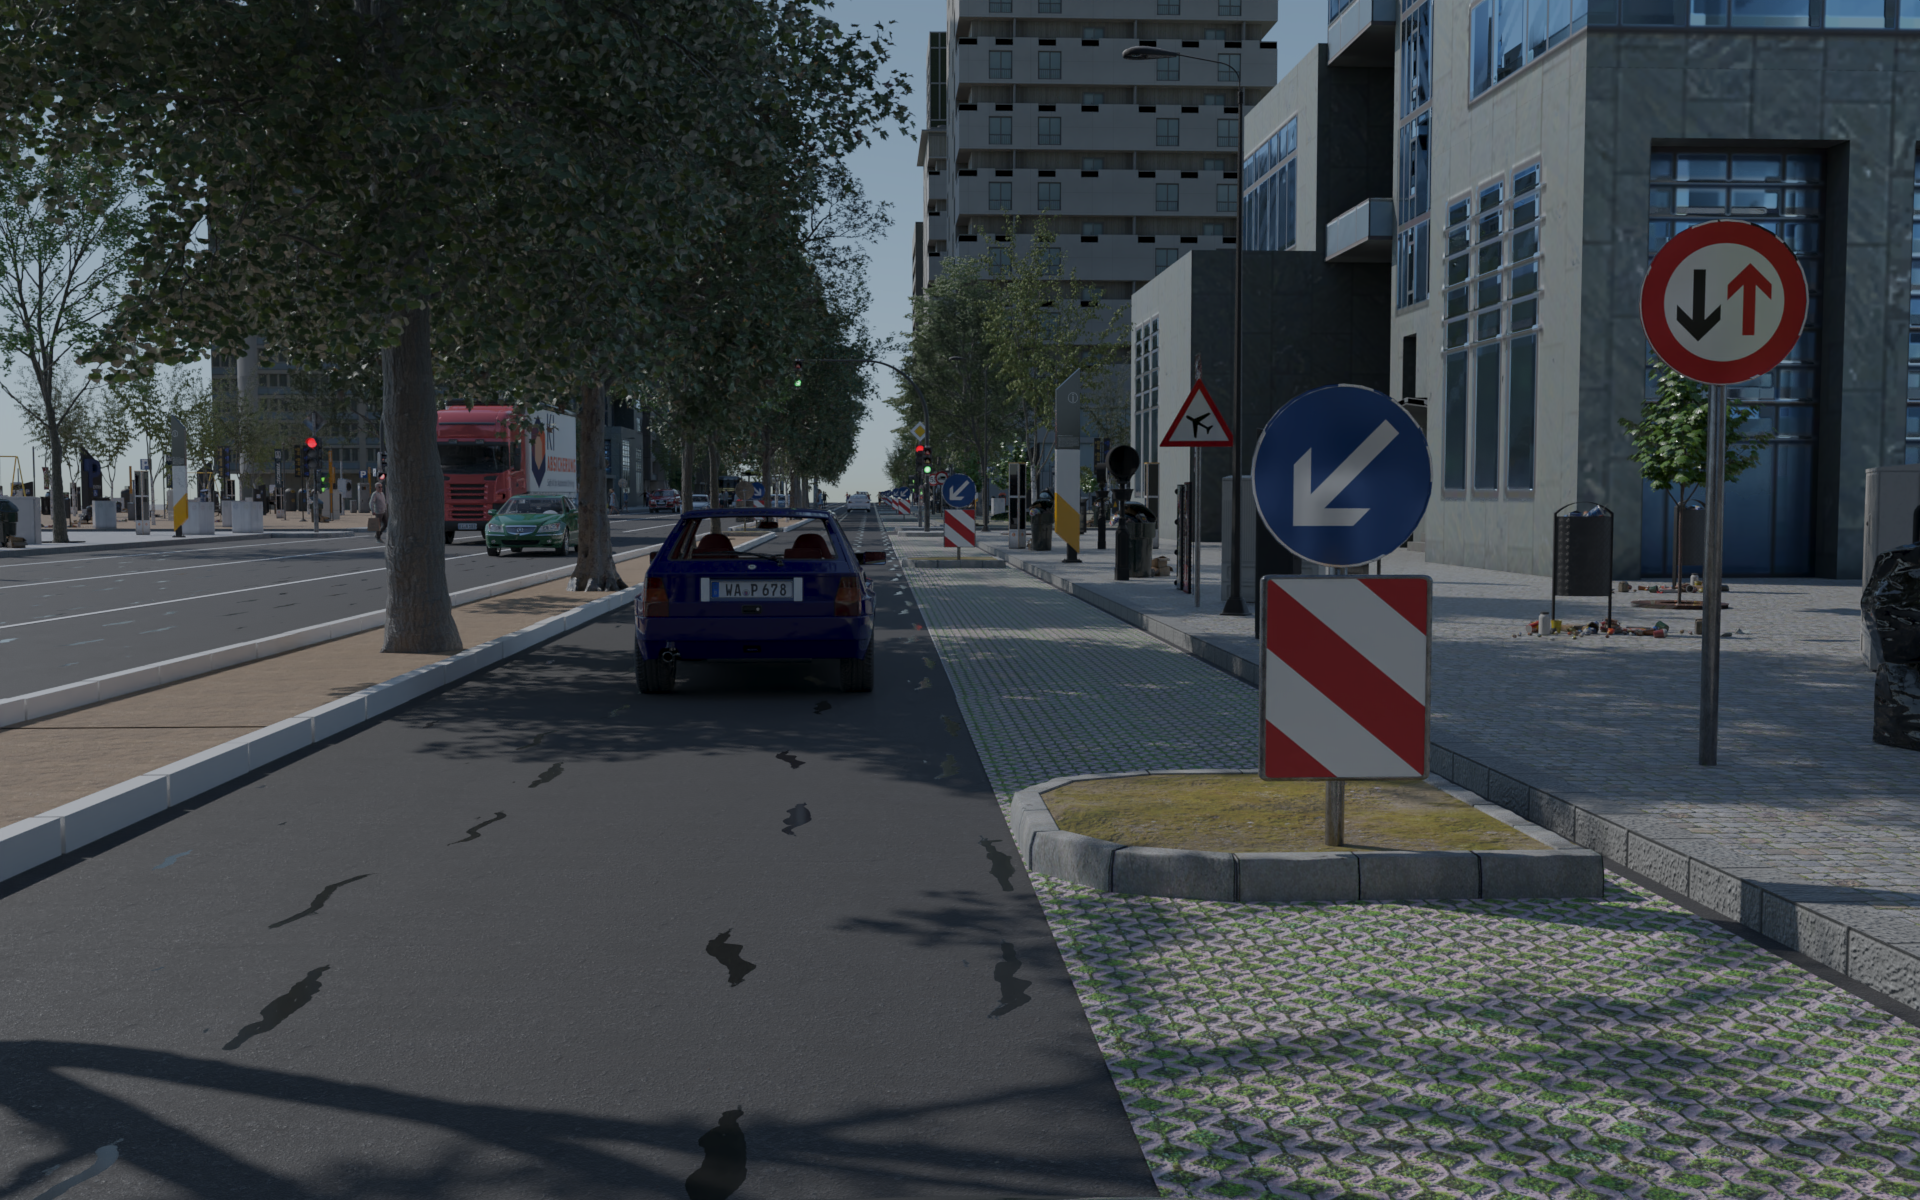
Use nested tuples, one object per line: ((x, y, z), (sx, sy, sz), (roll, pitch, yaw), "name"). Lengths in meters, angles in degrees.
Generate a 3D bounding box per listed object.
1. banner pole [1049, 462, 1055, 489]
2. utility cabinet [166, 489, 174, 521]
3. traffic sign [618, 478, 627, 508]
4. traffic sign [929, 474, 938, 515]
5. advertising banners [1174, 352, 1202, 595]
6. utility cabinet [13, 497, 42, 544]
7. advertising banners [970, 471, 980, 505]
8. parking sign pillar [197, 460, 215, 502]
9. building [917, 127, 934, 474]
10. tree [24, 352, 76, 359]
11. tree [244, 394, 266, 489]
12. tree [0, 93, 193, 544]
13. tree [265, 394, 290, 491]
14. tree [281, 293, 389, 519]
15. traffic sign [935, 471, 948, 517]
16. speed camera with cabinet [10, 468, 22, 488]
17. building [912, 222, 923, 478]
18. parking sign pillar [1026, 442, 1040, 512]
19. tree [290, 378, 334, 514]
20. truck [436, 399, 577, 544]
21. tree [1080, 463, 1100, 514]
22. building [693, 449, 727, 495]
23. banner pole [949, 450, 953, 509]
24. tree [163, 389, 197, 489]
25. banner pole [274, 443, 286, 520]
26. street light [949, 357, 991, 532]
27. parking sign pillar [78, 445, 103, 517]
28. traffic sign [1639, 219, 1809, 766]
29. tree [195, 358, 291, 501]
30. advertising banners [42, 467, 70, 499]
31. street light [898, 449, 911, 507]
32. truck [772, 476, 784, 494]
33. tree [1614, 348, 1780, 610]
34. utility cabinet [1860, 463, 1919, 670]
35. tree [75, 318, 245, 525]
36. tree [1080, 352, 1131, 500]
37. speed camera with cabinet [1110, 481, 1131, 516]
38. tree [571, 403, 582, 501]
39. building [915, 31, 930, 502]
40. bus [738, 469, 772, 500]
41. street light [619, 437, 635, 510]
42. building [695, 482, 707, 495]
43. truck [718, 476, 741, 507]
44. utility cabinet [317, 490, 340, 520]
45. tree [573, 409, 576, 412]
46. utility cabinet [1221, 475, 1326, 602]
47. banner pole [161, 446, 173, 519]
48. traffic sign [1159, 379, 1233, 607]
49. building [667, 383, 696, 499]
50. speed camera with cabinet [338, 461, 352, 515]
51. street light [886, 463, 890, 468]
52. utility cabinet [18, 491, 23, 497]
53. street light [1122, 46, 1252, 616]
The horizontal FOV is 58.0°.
((7.261, -8.963, 136.560), (0.863, 3.779, 0.401), (2, 4, 32), "banner pole")
((-36.740, -4.443, 81.319), (1.173, 1.500, 0.318), (2, 4, 34), "utility cabinet")
((-27.504, -8.630, 141.205), (0.768, 2.556, 0.104), (0, 4, 6), "traffic sign")
((-1.642, -6.566, 107.458), (0.768, 2.556, 0.104), (0, 4, 6), "traffic sign")
((2.950, -1.603, 22.398), (0.090, 3.025, 2.074), (0, 3, 0), "advertising banners")
((-24.071, -2.028, 44.313), (1.020, 1.237, 0.306), (0, 4, 4), "utility cabinet")
((0.981, -8.609, 136.944), (2.074, 3.025, 0.090), (3, 4, 38), "advertising banners")
((-60.147, -9.152, 138.111), (1.447, 3.967, 1.447), (1, 4, 10), "parking sign pillar")
((8.614, -40.092, 244.746), (28.713, 52.752, 27.495), (0, 4, -3), "building")
((-45.451, -8.354, 86.947), (4.360, 8.622, 3.978), (0, 3, 0), "tree")
((-46.554, -9.581, 107.014), (4.737, 8.622, 4.395), (0, 3, 0), "tree")
((-23.784, -7.303, 45.157), (9.928, 11.665, 9.643), (0, 3, 0), "tree")
((-50.115, -10.590, 123.512), (4.737, 8.622, 4.395), (0, 3, 0), "tree")
((-24.680, -8.558, 74.331), (8.767, 10.594, 7.601), (-1, 4, -22), "tree")
((-1.012, -5.869, 96.064), (0.768, 2.556, 0.104), (0, 4, -2), "traffic sign")
((-72.336, -8.513, 133.526), (0.660, 3.252, 2.038), (0, 4, 4), "speed camera with cabinet")
((2.915, -40.796, 290.709), (21.300, 48.544, 21.600), (0, 4, -3), "building")
((3.515, -6.208, 89.975), (1.447, 3.967, 1.447), (0, 4, 7), "parking sign pillar")
((-40.923, -9.660, 108.311), (4.360, 8.622, 3.978), (0, 3, 0), "tree")
((-13.996, -3.936, 53.266), (2.839, 4.237, 11.283), (0, 4, -3), "truck")
((8.227, -7.049, 109.844), (1.663, 3.219, 1.824), (0, 3, 0), "tree")
((-48.602, -39.809, 274.572), (21.300, 48.544, 21.600), (0, 4, -3), "building")
((-0.503, -6.561, 97.294), (0.401, 3.779, 0.863), (-1, 4, -13), "banner pole")
((-51.515, -10.211, 117.308), (4.360, 8.622, 3.978), (0, 3, 0), "tree")
((-33.056, -5.767, 84.309), (0.401, 3.779, 0.863), (1, 4, 20), "banner pole")
((0.338, -5.270, 58.699), (1.470, 5.913, 1.316), (0, 4, -3), "street light")
((-48.081, -6.571, 95.907), (1.447, 3.967, 1.447), (0, 4, 8), "parking sign pillar")
((3.544, -0.491, 8.131), (0.768, 2.556, 0.104), (0, 4, 3), "traffic sign")
((-39.234, -8.839, 94.877), (4.360, 8.622, 3.978), (0, 3, 0), "tree")
((-58.361, -7.073, 111.837), (0.090, 3.025, 2.074), (1, 4, 23), "advertising banners")
((-5.759, -12.509, 177.067), (1.470, 5.913, 1.316), (0, 4, -3), "street light")
((-28.701, -16.997, 266.811), (2.839, 4.237, 11.283), (0, 4, -2), "truck")
((8.117, -1.520, 19.451), (1.663, 3.219, 1.824), (0, 3, 0), "tree")
((6.906, -0.257, 12.885), (0.318, 1.500, 1.173), (2, 4, 24), "utility cabinet")
((-33.081, -7.396, 71.285), (4.737, 8.622, 4.395), (0, 3, 0), "tree")
((7.755, -8.373, 87.265), (4.360, 8.622, 3.978), (0, 3, 0), "tree")
((9.155, -6.476, 100.217), (2.038, 3.252, 0.660), (-3, 5, -44), "speed camera with cabinet")
((-28.540, -10.901, 128.591), (4.360, 8.622, 3.978), (0, 3, 0), "tree")
((3.139, -50.761, 268.190), (20.563, 71.187, 20.611), (0, 4, -3), "building")
((-20.474, -11.187, 174.447), (2.896, 3.916, 12.252), (0, 4, -3), "bus")
((-27.319, -10.364, 141.987), (1.470, 5.913, 1.316), (0, 4, -3), "street light")
((-53.590, -34.245, 251.786), (32.217, 40.220, 23.993), (0, 4, -3), "building")
((-24.771, -11.737, 187.827), (3.469, 3.379, 9.791), (0, 4, -3), "truck")
((-31.177, -4.689, 85.340), (0.318, 1.500, 1.173), (3, 4, 36), "utility cabinet")
((-31.850, -11.418, 137.041), (4.737, 8.622, 4.395), (0, 3, 0), "tree")
((3.670, -0.710, 20.295), (1.173, 1.500, 0.318), (2, 4, 28), "utility cabinet")
((-41.021, -6.091, 89.606), (0.401, 3.779, 0.863), (1, 4, 19), "banner pole")
((2.696, -1.199, 19.610), (0.884, 2.594, 0.081), (0, 4, 3), "traffic sign")
((-43.343, -35.655, 233.070), (14.600, 45.320, 14.200), (0, 4, -3), "building")
((-37.355, -6.717, 104.162), (0.660, 3.252, 2.038), (1, 4, 9), "speed camera with cabinet")
((-9.931, -17.547, 259.439), (1.470, 5.913, 1.316), (0, 4, -3), "street light")
((-61.056, -6.393, 113.199), (0.318, 1.500, 1.173), (0, 4, 6), "utility cabinet")
((2.385, -2.791, 18.174), (1.470, 5.913, 1.316), (0, 4, -3), "street light")
